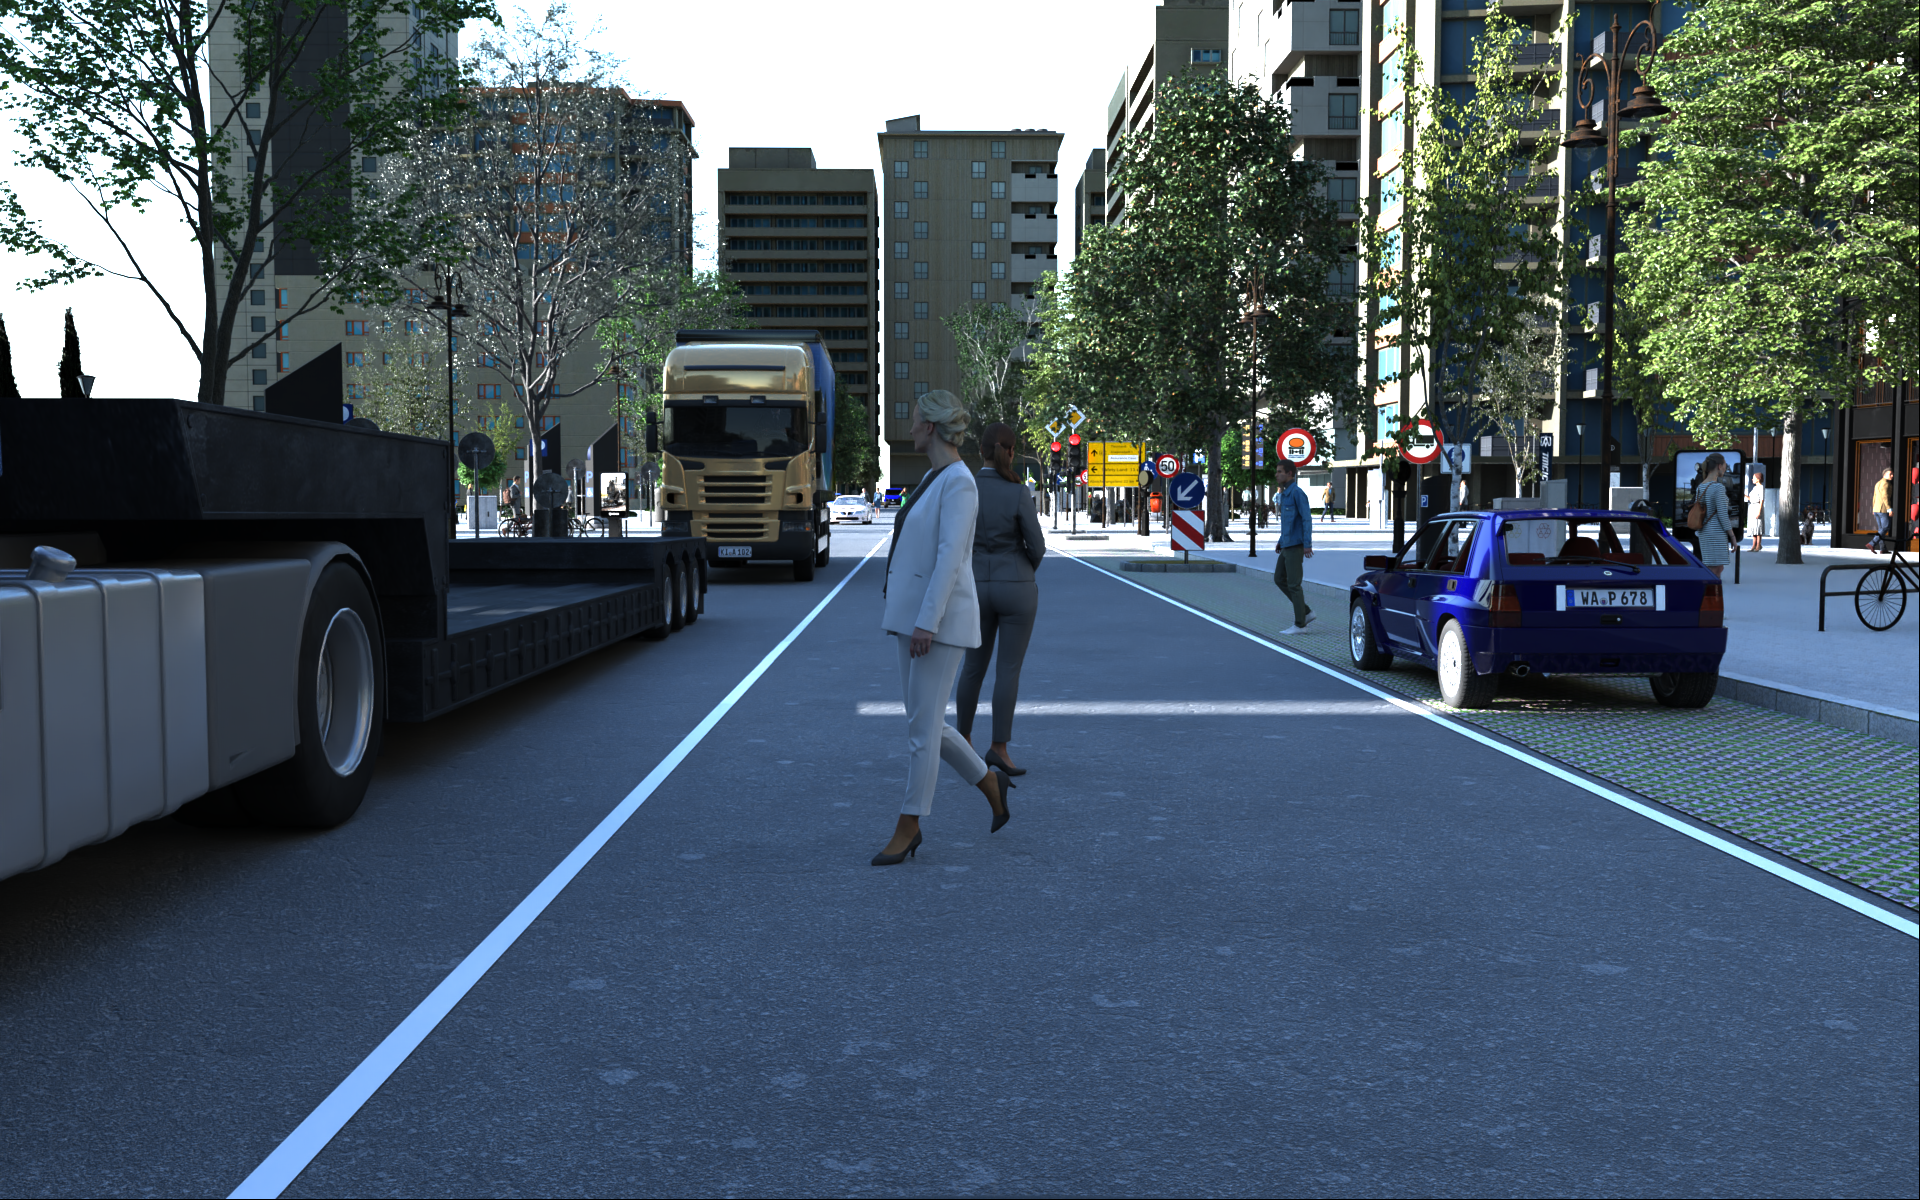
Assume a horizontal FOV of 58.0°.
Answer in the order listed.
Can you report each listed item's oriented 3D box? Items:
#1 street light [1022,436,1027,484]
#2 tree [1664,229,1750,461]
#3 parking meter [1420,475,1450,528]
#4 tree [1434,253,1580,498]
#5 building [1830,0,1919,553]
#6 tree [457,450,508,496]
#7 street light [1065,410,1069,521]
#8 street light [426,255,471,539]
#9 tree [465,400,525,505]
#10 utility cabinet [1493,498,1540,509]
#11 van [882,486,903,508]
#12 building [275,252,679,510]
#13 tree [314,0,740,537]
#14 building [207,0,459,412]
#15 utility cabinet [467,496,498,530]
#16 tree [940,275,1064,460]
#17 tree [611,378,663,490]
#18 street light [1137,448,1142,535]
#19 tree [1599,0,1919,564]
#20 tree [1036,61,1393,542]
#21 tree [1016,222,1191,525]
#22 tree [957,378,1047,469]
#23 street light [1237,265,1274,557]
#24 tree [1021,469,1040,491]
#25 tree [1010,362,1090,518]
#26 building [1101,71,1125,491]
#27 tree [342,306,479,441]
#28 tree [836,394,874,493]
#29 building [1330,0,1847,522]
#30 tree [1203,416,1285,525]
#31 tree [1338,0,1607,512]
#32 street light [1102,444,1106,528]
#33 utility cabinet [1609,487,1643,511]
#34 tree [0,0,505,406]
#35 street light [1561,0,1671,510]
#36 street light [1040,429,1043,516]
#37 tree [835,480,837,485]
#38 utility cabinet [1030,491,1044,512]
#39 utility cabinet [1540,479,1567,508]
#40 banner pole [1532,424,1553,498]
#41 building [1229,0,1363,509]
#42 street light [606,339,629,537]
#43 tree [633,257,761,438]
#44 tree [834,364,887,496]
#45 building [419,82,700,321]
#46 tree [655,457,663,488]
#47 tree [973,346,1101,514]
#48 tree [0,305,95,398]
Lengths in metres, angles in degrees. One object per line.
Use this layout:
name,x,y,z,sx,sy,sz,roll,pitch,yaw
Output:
street light,4.438,-8.958,119.254,0.468,5.910,1.993,0,4,-1
tree,17.582,-5.725,43.972,4.737,8.622,4.395,0,3,0
parking meter,6.431,-0.921,23.474,0.372,1.533,0.369,0,3,0
tree,16.670,-6.219,52.047,4.360,8.622,3.978,0,3,0
building,27.035,-12.422,32.782,12.332,23.373,15.834,0,4,-1
tree,-30.022,-7.642,108.660,4.285,4.588,4.351,0,3,0
street light,5.156,-6.744,83.047,0.468,5.910,1.993,0,4,-1
street light,-9.901,-3.725,33.697,0.468,5.910,1.993,0,4,-1
tree,-35.928,-11.260,134.459,4.737,8.622,4.395,0,3,0
utility cabinet,10.128,-1.229,31.249,1.020,1.237,0.306,-1,4,-16
van,-6.737,-10.547,176.823,2.240,2.365,5.245,0,4,0
building,-40.447,-18.756,151.702,27.650,21.520,28.899,0,4,-1
tree,-10.555,-8.111,42.985,12.009,13.543,11.850,0,3,0
building,-66.528,-45.819,187.398,20.611,71.187,20.563,0,4,-1
utility cabinet,-17.355,-3.167,62.942,1.020,1.237,0.306,-1,4,-22
tree,4.985,-17.918,148.844,12.611,20.169,13.585,0,3,0
tree,-18.940,-9.545,106.430,4.360,8.622,3.978,0,3,0
street light,5.640,-4.981,54.227,0.468,5.910,1.993,0,4,-1
tree,15.352,-6.913,31.150,7.486,12.596,7.792,0,3,0
tree,6.744,-7.902,46.212,9.611,12.733,9.660,0,3,0
tree,6.280,-9.490,73.291,7.486,12.596,7.792,0,3,0
tree,4.152,-16.594,181.674,12.009,13.543,11.850,0,3,0
street light,5.977,-3.817,35.192,0.468,5.910,1.993,0,4,-1
tree,5.497,-8.513,133.782,1.663,3.219,1.824,0,3,0
tree,5.044,-8.769,93.735,4.737,8.622,4.395,0,3,0
building,27.519,-34.557,188.714,21.300,48.544,21.600,0,4,-1
tree,-21.082,-7.156,67.357,4.360,8.622,3.978,0,3,0
tree,-12.551,-15.266,175.358,9.928,11.665,9.643,0,3,0
building,34.187,-26.542,88.585,28.867,44.769,22.147,0,4,-1
tree,12.802,-5.483,73.354,4.285,4.588,4.351,0,3,0
tree,7.495,-4.616,25.841,4.737,8.622,4.395,0,3,0
street light,5.405,-5.636,64.941,0.468,5.910,1.993,0,4,-1
utility cabinet,21.120,-2.823,54.836,1.173,1.500,0.318,0,4,-4
tree,-9.765,-5.923,22.595,9.928,11.665,9.643,0,3,0
street light,6.311,-2.694,16.838,0.468,5.910,1.993,0,4,-1
street light,4.744,-7.851,101.149,0.468,5.910,1.993,0,4,-1
tree,-13.475,-11.389,169.929,4.285,4.588,4.351,0,3,0
utility cabinet,5.358,-6.946,122.241,1.173,1.500,0.318,-2,4,-28
utility cabinet,8.718,-1.030,25.523,0.318,1.500,1.173,1,4,15
banner pole,20.838,-4.412,62.161,0.863,3.779,0.401,0,4,8
building,34.712,-32.692,123.753,28.713,52.752,27.495,0,4,-1
street light,-10.194,-4.833,51.802,0.468,5.910,1.993,0,4,-1
tree,-11.949,-9.040,73.558,9.928,11.665,9.643,0,3,0
tree,-12.063,-14.056,146.825,9.611,12.733,9.660,0,3,0
building,-41.765,-32.568,187.106,28.867,44.769,22.147,0,4,-1
tree,-22.011,-9.053,131.737,4.285,4.588,4.351,0,3,0
tree,5.319,-10.676,108.959,8.767,10.594,7.601,-1,4,-19
tree,-65.703,-13.530,123.041,13.155,14.587,18.604,-2,4,-29
